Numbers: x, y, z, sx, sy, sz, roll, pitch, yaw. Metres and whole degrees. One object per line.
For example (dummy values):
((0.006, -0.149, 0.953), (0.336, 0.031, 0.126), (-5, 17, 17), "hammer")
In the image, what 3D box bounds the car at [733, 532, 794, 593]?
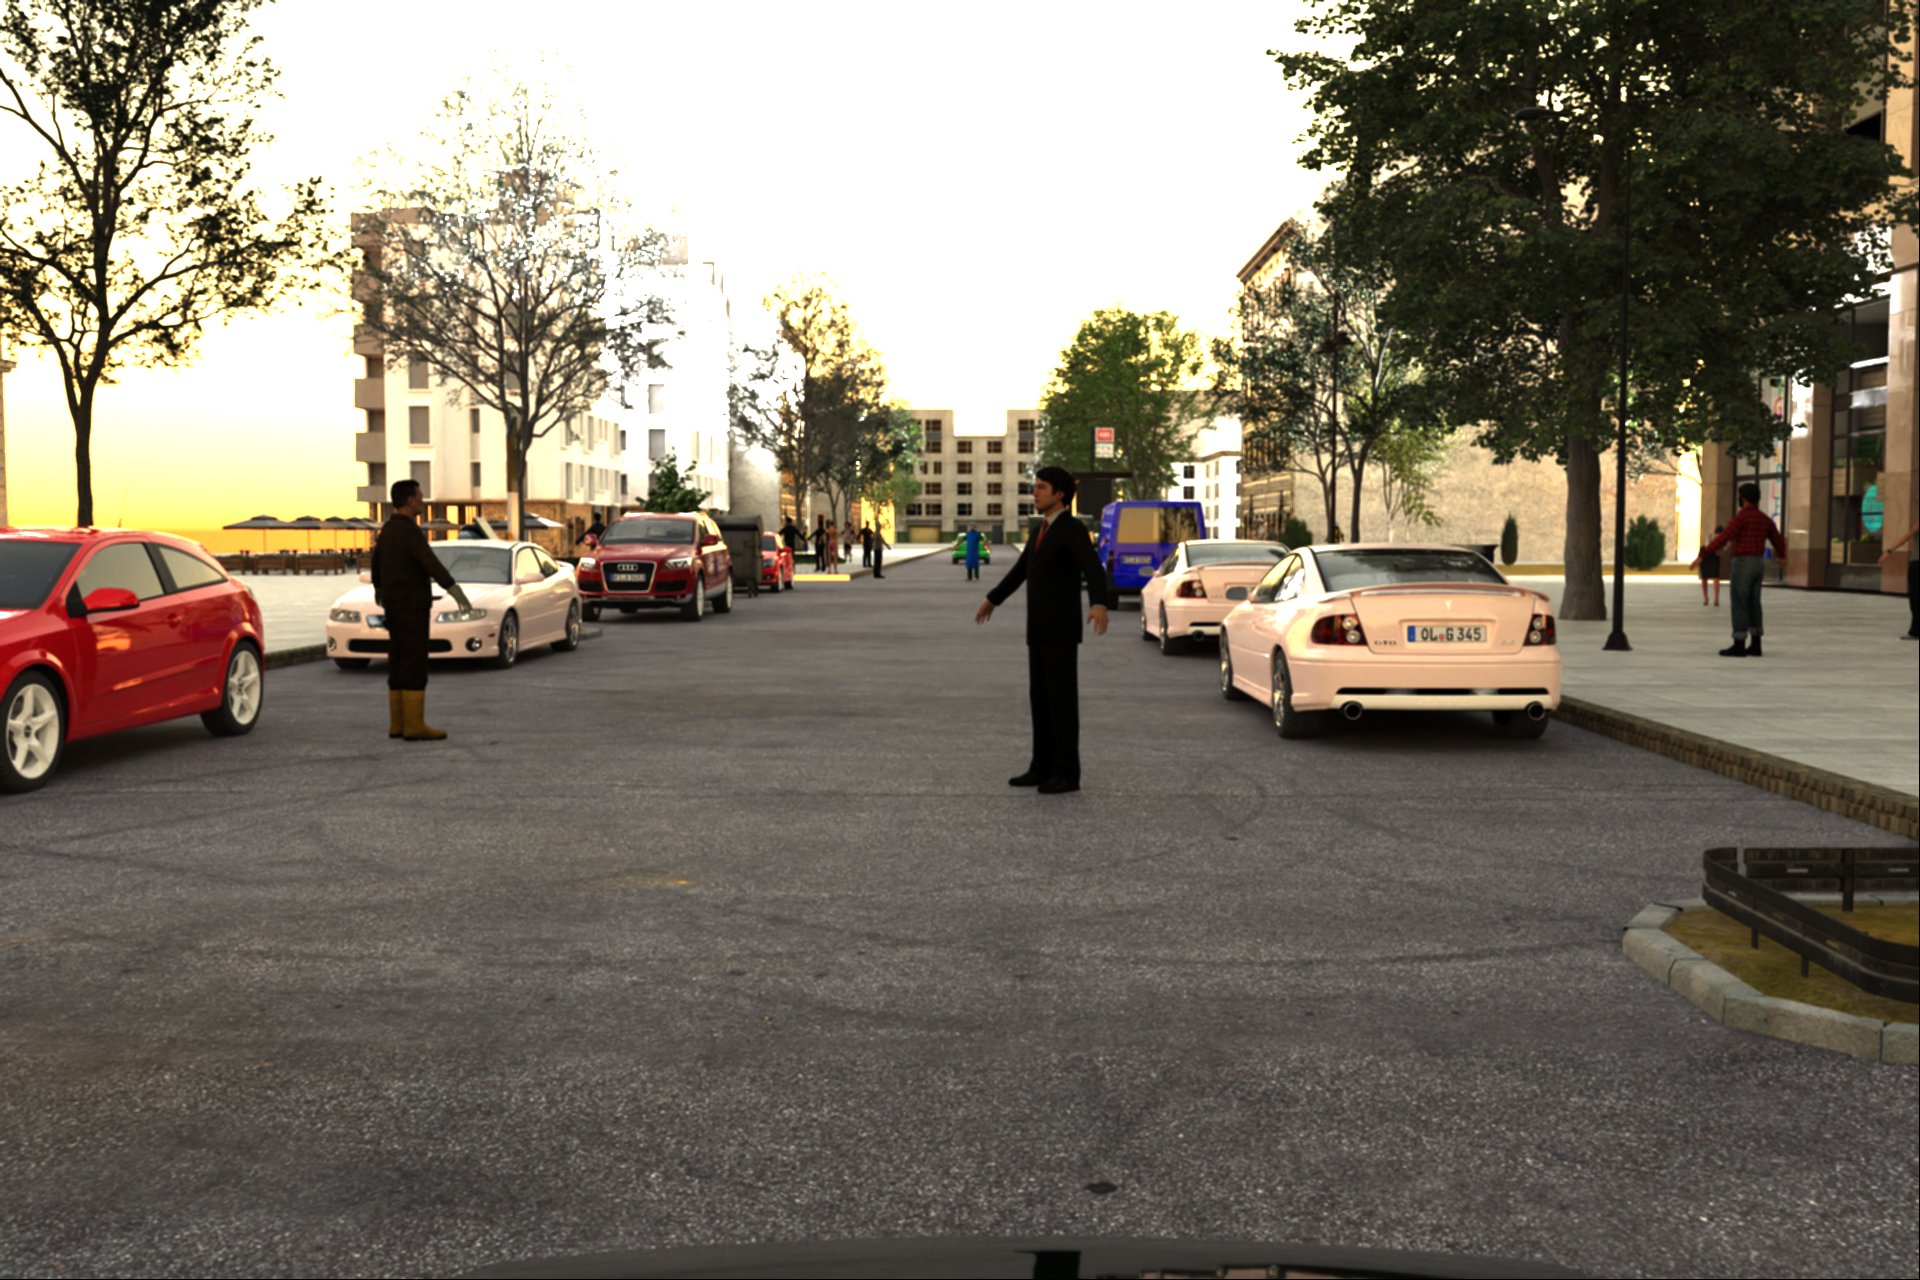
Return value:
((-5.251, -2.115, 43.619), (2.155, 1.783, 4.494), (0, 4, 1), "car")

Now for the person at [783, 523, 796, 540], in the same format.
((-8.527, -5.095, 89.090), (1.354, 1.856, 0.705), (-3, 5, -44), "person")

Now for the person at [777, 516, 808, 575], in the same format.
((-5.361, -2.950, 54.171), (1.347, 1.837, 0.705), (-2, 4, -27), "person")

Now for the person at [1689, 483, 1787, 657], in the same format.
((8.235, -0.738, 18.180), (1.345, 1.816, 0.704), (-2, 4, -24), "person")

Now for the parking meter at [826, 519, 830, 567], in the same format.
((-5.285, -3.791, 67.700), (0.399, 1.863, 0.255), (0, 4, 2), "parking meter")

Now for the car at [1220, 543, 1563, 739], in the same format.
((3.180, -0.070, 13.510), (2.083, 1.381, 4.827), (0, 4, 1), "car")

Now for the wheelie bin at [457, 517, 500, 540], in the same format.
((-9.020, -1.503, 32.484), (0.693, 1.594, 0.980), (0, 4, 2), "wheelie bin")

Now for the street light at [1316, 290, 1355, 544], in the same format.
((7.125, -3.682, 32.996), (0.468, 5.910, 1.993), (0, 4, 2), "street light")

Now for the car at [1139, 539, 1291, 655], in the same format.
((3.340, -0.579, 21.831), (2.083, 1.381, 4.827), (0, 4, 1), "car")

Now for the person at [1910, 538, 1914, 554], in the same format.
((17.494, -1.555, 31.206), (1.343, 1.855, 0.704), (-2, 4, -29), "person")

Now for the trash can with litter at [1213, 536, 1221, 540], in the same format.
((7.577, -2.479, 51.595), (1.678, 1.210, 2.233), (0, 4, 1), "trash can with litter")

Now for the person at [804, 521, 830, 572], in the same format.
((-4.797, -3.188, 58.838), (1.216, 1.740, 0.721), (-3, 5, -41), "person")

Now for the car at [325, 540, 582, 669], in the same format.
((-5.670, -0.462, 19.912), (2.083, 1.381, 4.827), (0, 4, 1), "car")

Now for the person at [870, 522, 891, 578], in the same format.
((-2.641, -2.924, 56.394), (0.705, 1.813, 1.348), (-2, 4, -28), "person")

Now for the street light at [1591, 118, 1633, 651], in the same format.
((7.822, -2.841, 18.984), (1.470, 5.913, 1.316), (0, 4, 1), "street light")

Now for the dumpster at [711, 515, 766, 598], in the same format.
((-5.389, -1.892, 39.152), (1.865, 1.857, 1.264), (0, 4, 1), "dumpster")

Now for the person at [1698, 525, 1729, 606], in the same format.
((13.467, -1.330, 30.972), (0.628, 1.438, 0.799), (-1, 4, -23), "person")

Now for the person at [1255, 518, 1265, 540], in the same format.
((10.388, -3.322, 60.175), (0.705, 1.847, 1.347), (1, 4, 18), "person")

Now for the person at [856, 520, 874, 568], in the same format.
((-3.521, -3.668, 66.189), (1.346, 1.802, 0.704), (-3, 5, -45), "person")

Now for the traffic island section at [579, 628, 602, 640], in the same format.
((-6.039, -0.063, 23.891), (1.991, 0.108, 1.994), (0, 4, 1), "traffic island section")

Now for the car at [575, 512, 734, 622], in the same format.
((-5.223, -1.309, 30.075), (2.281, 1.827, 5.304), (0, 4, 1), "car")

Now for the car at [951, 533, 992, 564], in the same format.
((0.543, -4.561, 83.364), (1.959, 1.807, 4.718), (0, 4, 1), "car")

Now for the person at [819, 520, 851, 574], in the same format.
((-4.040, -2.985, 55.615), (1.217, 1.733, 0.721), (2, 4, 29), "person")

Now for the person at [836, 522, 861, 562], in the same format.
((-5.140, -4.462, 79.092), (1.345, 1.843, 0.704), (1, 4, 17), "person")

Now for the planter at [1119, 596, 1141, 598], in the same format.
((4.045, -1.136, 39.715), (1.991, 0.319, 1.994), (0, 4, 1), "planter")

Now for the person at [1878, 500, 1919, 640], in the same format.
((11.662, -0.872, 21.070), (1.217, 1.737, 0.721), (-1, 4, -21), "person")

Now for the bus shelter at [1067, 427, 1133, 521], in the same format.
((4.751, -5.206, 62.751), (2.179, 5.291, 8.768), (0, 4, -1), "bus shelter")

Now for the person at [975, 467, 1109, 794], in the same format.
((0.498, -0.066, 9.722), (0.705, 1.806, 1.347), (-2, 4, -28), "person")

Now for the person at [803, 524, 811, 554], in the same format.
((-7.370, -4.724, 83.698), (0.721, 1.772, 1.216), (0, 4, 7), "person")

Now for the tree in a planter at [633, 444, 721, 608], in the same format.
((-5.735, -2.275, 34.422), (1.991, 3.239, 1.994), (0, 4, 1), "tree in a planter")

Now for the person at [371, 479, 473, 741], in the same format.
((-3.831, -0.215, 12.114), (0.704, 1.812, 1.346), (-3, 5, -43), "person")

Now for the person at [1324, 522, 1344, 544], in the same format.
((17.680, -4.636, 81.564), (1.354, 1.858, 0.705), (-3, 5, -39), "person")

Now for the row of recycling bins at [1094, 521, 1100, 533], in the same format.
((4.395, -2.936, 55.118), (1.069, 1.692, 3.534), (0, 4, 0), "row of recycling bins")

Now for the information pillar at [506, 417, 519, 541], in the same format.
((-8.867, -2.631, 34.373), (0.183, 3.616, 0.504), (0, 4, 2), "information pillar")

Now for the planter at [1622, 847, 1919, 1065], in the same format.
((3.239, 0.957, 5.487), (1.991, 0.319, 1.994), (0, 4, 2), "planter")

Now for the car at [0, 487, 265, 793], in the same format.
((-6.007, -0.115, 10.917), (2.155, 1.783, 4.494), (0, 4, 1), "car")

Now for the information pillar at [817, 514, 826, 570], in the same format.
((-5.006, -3.545, 62.451), (0.304, 2.012, 0.304), (0, 4, 1), "information pillar")

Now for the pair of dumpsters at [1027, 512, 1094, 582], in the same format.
((4.210, -2.845, 51.460), (4.436, 2.255, 1.574), (0, 3, 0), "pair of dumpsters")

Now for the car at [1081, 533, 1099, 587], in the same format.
((3.794, -2.276, 46.008), (1.959, 1.807, 4.718), (0, 4, 1), "car")

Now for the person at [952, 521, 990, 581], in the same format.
((0.376, -2.711, 52.915), (1.347, 1.817, 0.704), (2, 4, 31), "person")

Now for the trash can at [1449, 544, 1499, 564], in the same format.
((6.932, -0.727, 23.547), (0.748, 1.137, 0.748), (0, 3, 0), "trash can")

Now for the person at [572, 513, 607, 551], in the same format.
((-9.235, -2.326, 44.077), (1.345, 1.823, 0.704), (-3, 5, -42), "person")

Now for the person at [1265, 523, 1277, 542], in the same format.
((14.793, -4.645, 82.219), (0.705, 1.796, 1.348), (2, 4, 34), "person")
